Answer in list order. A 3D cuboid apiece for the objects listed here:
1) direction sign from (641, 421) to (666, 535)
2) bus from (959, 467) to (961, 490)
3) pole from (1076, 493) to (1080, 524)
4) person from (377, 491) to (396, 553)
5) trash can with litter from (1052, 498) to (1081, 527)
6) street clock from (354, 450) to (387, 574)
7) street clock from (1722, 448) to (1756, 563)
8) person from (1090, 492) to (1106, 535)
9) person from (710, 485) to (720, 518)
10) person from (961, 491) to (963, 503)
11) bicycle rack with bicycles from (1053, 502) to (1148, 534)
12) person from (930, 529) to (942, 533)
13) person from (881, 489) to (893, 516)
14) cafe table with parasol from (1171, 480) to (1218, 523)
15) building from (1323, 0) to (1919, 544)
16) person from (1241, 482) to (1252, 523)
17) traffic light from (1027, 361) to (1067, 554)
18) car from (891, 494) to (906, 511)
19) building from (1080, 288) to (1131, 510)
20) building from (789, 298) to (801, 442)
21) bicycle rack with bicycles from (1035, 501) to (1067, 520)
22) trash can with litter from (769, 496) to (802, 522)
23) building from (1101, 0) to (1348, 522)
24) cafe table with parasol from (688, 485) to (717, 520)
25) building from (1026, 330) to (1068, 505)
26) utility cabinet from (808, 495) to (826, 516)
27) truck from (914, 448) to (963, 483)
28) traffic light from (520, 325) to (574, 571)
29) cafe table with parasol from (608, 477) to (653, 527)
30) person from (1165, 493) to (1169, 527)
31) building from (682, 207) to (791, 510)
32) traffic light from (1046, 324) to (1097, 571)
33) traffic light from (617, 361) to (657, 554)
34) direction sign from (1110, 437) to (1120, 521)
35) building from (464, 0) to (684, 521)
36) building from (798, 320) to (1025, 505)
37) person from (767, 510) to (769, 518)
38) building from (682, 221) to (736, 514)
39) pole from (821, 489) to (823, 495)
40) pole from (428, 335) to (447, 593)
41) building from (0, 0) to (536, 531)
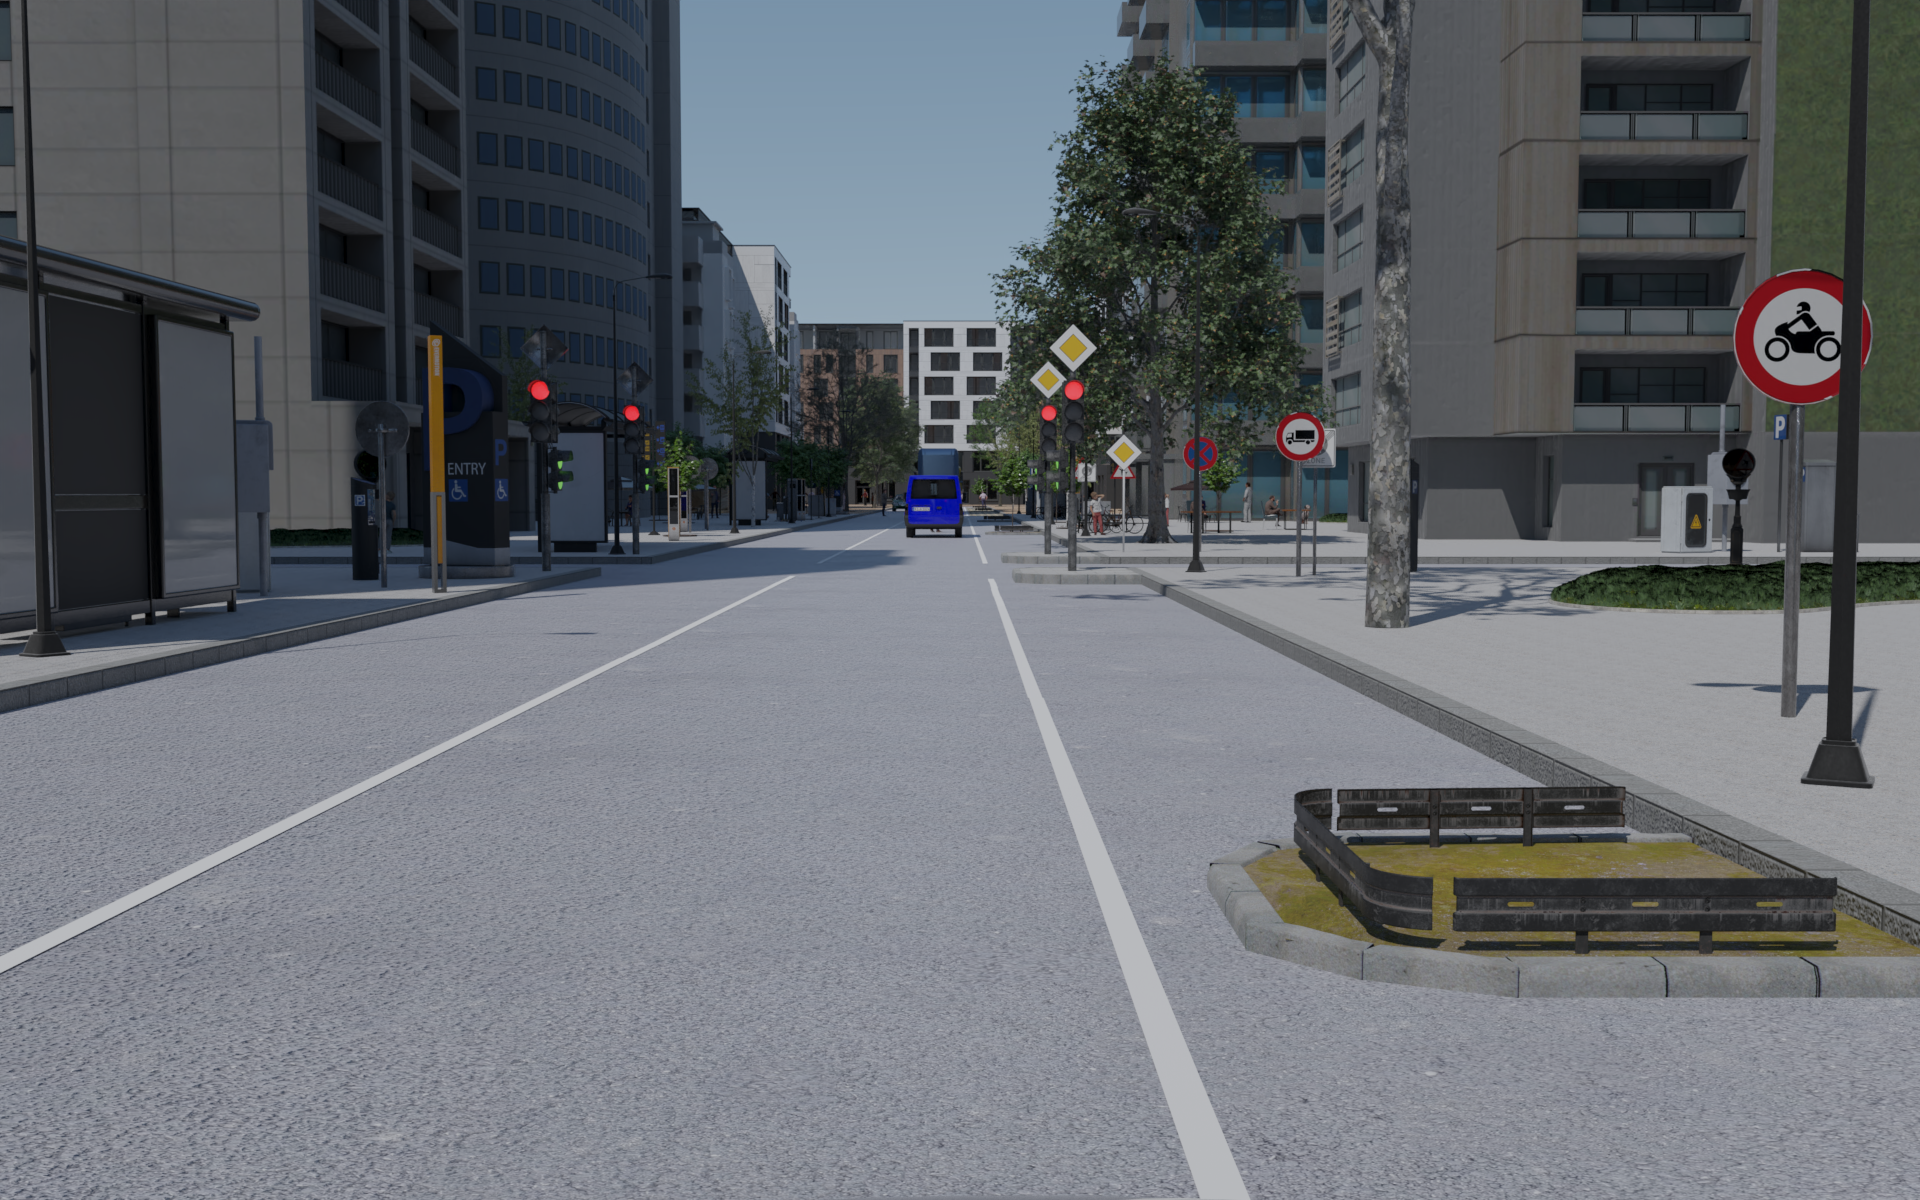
[{"bbox_3d":[-9.550,-3.791,53.975,0.876,3.537,0.379,1,4,21],"label":"direction sign"},{"bbox_3d":[-1.206,-9.004,138.763,2.896,3.916,12.252,0,4,-1],"label":"bus"},{"bbox_3d":[5.091,-4.969,75.083,0.158,3.312,0.155,0,3,0],"label":"pole"},{"bbox_3d":[-12.451,-1.686,37.513,0.435,1.345,0.340,-2,4,-25],"label":"person"},{"bbox_3d":[4.408,-3.451,67.484,1.678,1.210,2.233,0,4,3],"label":"trash can with litter"},{"bbox_3d":[-9.479,-1.426,27.882,0.471,2.002,0.358,-2,4,-30],"label":"street clock"},{"bbox_3d":[12.262,-1.391,27.313,0.471,2.002,0.358,2,4,29],"label":"street clock"},{"bbox_3d":[4.310,-2.697,54.042,0.435,1.345,0.340,-1,4,-21],"label":"person"},{"bbox_3d":[-12.890,-5.185,91.348,0.617,1.759,0.750,-1,4,-21],"label":"person"},{"bbox_3d":[0.068,-8.583,149.776,0.756,1.711,0.436,1,4,14],"label":"person"},{"bbox_3d":[4.835,-2.629,56.362,2.925,0.926,2.852,-1,4,-20],"label":"bicycle rack with bicycles"},{"bbox_3d":[-0.853,-3.308,64.547,0.435,1.587,0.963,-2,4,-35],"label":"person"},{"bbox_3d":[-4.731,-6.309,112.188,0.750,1.759,0.617,0,3,0],"label":"person"},{"bbox_3d":[10.621,-4.433,77.352,2.610,1.966,2.610,0,4,-7],"label":"cafe table with parasol"},{"bbox_3d":[19.106,-22.449,50.640,14.086,41.232,14.154,0,3,0],"label":"building"},{"bbox_3d":[12.830,-4.363,77.522,0.789,1.805,0.875,3,4,38],"label":"person"},{"bbox_3d":[1.849,-2.925,36.739,0.839,4.253,0.868,0,3,0],"label":"traffic light"},{"bbox_3d":[-4.695,-8.098,144.196,2.131,1.459,4.920,0,3,0],"label":"car"},{"bbox_3d":[26.454,-19.570,163.937,27.936,21.610,32.646,0,3,0],"label":"building"},{"bbox_3d":[-22.957,-18.740,162.812,16.016,20.091,11.380,0,3,0],"label":"building"},{"bbox_3d":[5.106,-4.580,88.261,2.925,0.926,2.852,-1,4,-9],"label":"bicycle rack with bicycles"},{"bbox_3d":[-8.154,-4.239,80.359,1.678,1.210,2.233,-1,4,-10],"label":"trash can with litter"},{"bbox_3d":[20.251,-28.976,93.360,23.786,49.044,30.456,0,3,0],"label":"building"},{"bbox_3d":[-13.483,-4.999,86.591,2.610,1.966,2.610,1,4,8],"label":"cafe table with parasol"},{"bbox_3d":[23.807,-22.912,218.586,32.646,21.610,27.936,0,3,0],"label":"building"},{"bbox_3d":[-8.522,-5.626,103.138,1.020,1.237,0.306,1,4,14],"label":"utility cabinet"},{"bbox_3d":[-1.202,-6.489,95.861,2.967,4.110,18.799,0,4,-1],"label":"truck"},{"bbox_3d":[-6.870,-2.435,28.735,0.839,4.253,0.868,0,3,0],"label":"traffic light"},{"bbox_3d":[-13.491,-3.922,68.983,2.610,1.966,2.610,0,4,-2],"label":"cafe table with parasol"},{"bbox_3d":[8.125,-3.573,68.363,0.435,1.345,0.340,3,5,41],"label":"person"},{"bbox_3d":[-29.105,-18.104,139.980,27.936,21.610,32.646,0,3,0],"label":"building"},{"bbox_3d":[1.852,-2.436,28.754,0.839,4.253,0.868,0,3,0],"label":"traffic light"},{"bbox_3d":[-6.872,-2.924,36.720,0.839,4.253,0.868,0,3,0],"label":"traffic light"},{"bbox_3d":[6.142,-4.689,68.667,0.379,3.537,0.876,2,4,30],"label":"direction sign"},{"bbox_3d":[-27.633,-33.649,92.166,21.231,58.520,28.212,0,3,0],"label":"building"},{"bbox_3d":[-8.839,-22.865,217.813,32.646,21.610,27.936,0,3,0],"label":"building"},{"bbox_3d":[-10.169,-4.512,90.288,0.357,0.543,0.381,2,4,28],"label":"person"},{"bbox_3d":[-23.418,-16.002,118.057,16.016,20.091,11.380,0,3,0],"label":"building"},{"bbox_3d":[-8.934,-7.256,112.485,0.158,3.312,0.155,0,3,0],"label":"pole"},{"bbox_3d":[-6.764,-1.747,22.408,0.158,3.312,0.155,0,3,0],"label":"pole"},{"bbox_3d":[-25.043,-37.652,53.869,20.563,71.187,20.611,0,3,0],"label":"building"}]
